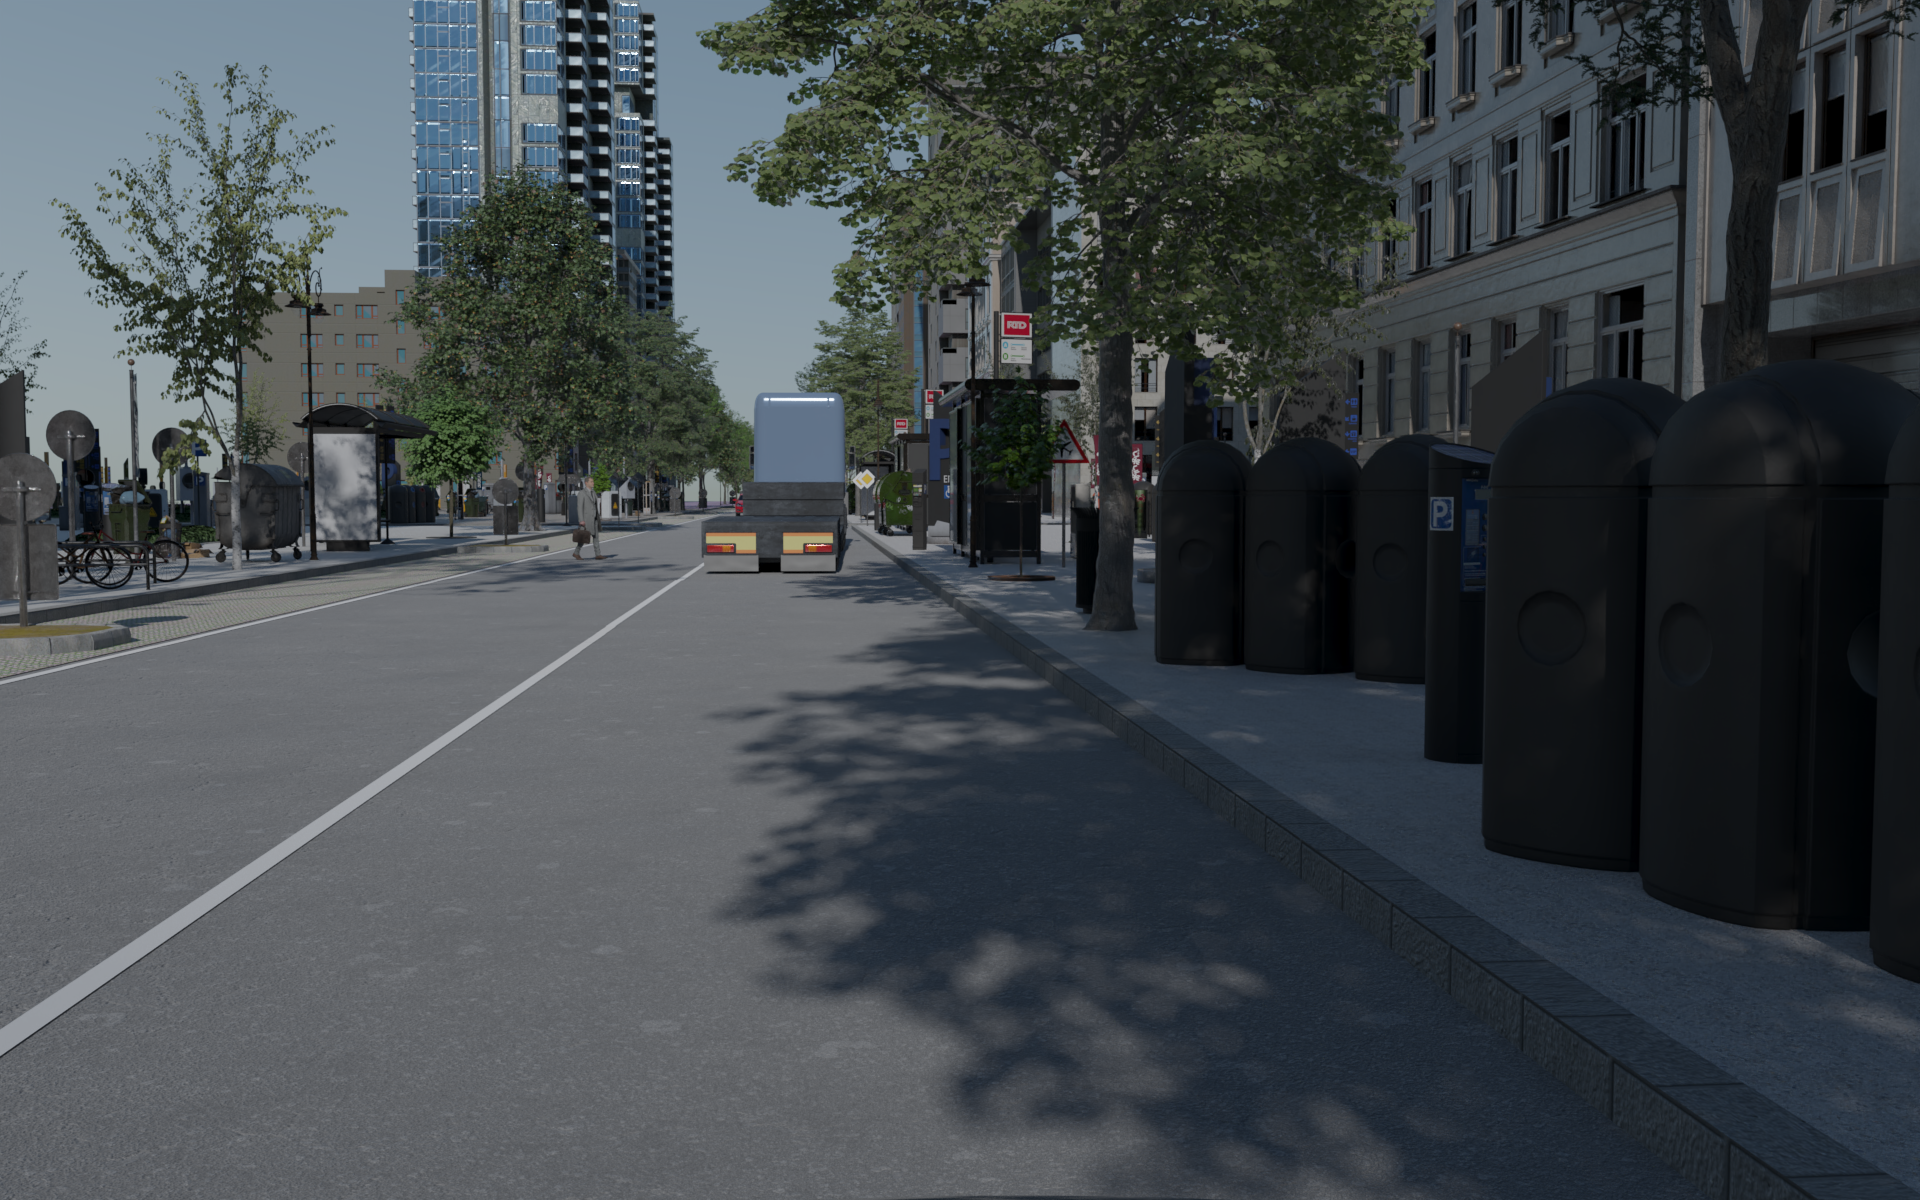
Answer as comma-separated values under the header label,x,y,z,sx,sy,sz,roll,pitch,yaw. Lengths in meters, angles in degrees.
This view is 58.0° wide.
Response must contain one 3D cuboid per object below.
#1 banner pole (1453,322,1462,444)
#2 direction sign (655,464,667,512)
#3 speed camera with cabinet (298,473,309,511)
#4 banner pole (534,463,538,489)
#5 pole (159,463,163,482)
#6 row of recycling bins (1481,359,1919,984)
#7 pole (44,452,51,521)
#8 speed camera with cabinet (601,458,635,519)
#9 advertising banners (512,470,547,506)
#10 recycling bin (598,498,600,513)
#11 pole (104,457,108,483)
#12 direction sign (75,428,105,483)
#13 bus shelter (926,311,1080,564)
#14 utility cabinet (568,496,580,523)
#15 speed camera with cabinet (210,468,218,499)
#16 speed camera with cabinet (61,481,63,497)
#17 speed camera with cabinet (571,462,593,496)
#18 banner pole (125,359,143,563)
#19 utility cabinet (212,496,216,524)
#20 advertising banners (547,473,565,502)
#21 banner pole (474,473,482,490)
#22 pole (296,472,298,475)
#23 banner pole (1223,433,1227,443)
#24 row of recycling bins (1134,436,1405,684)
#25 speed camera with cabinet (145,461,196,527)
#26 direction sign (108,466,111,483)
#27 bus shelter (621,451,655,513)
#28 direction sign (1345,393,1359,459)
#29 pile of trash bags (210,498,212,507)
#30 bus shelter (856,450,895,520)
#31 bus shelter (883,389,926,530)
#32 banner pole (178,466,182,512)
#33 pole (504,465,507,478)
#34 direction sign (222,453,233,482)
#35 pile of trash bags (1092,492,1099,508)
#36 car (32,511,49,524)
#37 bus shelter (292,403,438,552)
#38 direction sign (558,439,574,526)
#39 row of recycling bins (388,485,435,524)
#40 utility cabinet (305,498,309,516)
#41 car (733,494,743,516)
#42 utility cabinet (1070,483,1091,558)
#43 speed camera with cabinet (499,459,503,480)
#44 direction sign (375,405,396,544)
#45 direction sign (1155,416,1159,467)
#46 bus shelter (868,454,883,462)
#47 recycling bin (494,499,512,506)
label,x,y,z,sx,sy,sz,roll,pitch,yaw
banner pole,7.174,-2.146,25.105,0.401,3.779,0.863,1,4,18
direction sign,-21.574,-8.126,124.861,0.876,3.537,0.379,0,4,6
speed camera with cabinet,-34.356,-5.833,89.699,2.038,3.252,0.660,0,4,1
banner pole,-19.738,-5.518,80.236,0.863,3.779,0.401,2,4,33
pole,-47.250,-6.647,102.519,0.158,3.312,0.155,0,3,0
row of recycling bins,2.818,0.131,4.970,1.069,1.692,3.534,-1,4,-23
pole,-44.084,-5.494,83.663,0.158,3.312,0.155,0,3,0
speed camera with cabinet,-18.081,-5.951,91.634,0.660,3.252,2.038,2,4,30
advertising banners,-26.291,-6.662,105.113,2.074,3.025,0.090,0,4,0
recycling bin,-22.100,-5.758,106.690,0.722,1.027,0.722,3,5,40
pole,-47.552,-6.280,96.522,0.158,3.312,0.155,0,3,0
direction sign,-30.132,-4.151,59.862,0.876,3.537,0.379,0,4,4
bus shelter,0.767,-3.554,35.737,2.179,5.291,8.768,0,4,-5
utility cabinet,-16.718,-3.984,76.301,1.020,1.237,0.306,0,4,-6
speed camera with cabinet,-55.596,-8.197,128.353,0.660,3.252,2.038,3,5,41
speed camera with cabinet,-60.054,-7.534,117.523,0.660,3.252,2.038,1,4,12
speed camera with cabinet,-20.473,-6.087,93.852,0.660,3.252,2.038,-2,4,-31
banner pole,-15.212,-2.566,31.967,0.401,3.779,0.863,-2,4,-33
utility cabinet,-31.952,-3.926,75.347,1.020,1.237,0.306,-2,4,-29
advertising banners,-33.284,-8.995,143.258,2.074,3.025,0.090,1,4,15
banner pole,-35.644,-8.431,127.860,0.863,3.779,0.401,-3,4,-37
pole,-50.341,-8.427,131.630,0.158,3.312,0.155,0,3,0
banner pole,10.761,-4.921,70.473,0.401,3.779,0.863,1,4,10
row of recycling bins,2.902,-0.321,12.355,3.534,1.692,1.069,3,5,40
speed camera with cabinet,-26.673,-3.908,58.234,2.038,3.252,0.660,-3,5,-39
direction sign,-69.864,-9.146,141.537,0.876,3.537,0.379,-1,4,-22
bus shelter,-23.014,-8.873,122.699,2.179,5.291,8.768,0,4,-5
direction sign,8.536,-2.877,39.035,0.876,3.537,0.379,2,4,29
pile of trash bags,-37.941,-4.882,89.565,1.912,1.369,3.447,1,4,22
bus shelter,-3.891,-5.389,82.027,2.014,3.302,5.546,0,4,-5
bus shelter,-1.462,-5.273,63.849,2.179,5.291,8.768,0,4,-5
banner pole,-40.505,-6.109,89.900,0.401,3.779,0.863,-2,4,-35
pole,-31.361,-7.689,119.552,0.158,3.312,0.155,0,3,0
direction sign,-40.849,-6.414,96.870,0.379,3.537,0.876,2,4,31
pile of trash bags,8.192,-4.776,87.836,3.447,1.369,1.912,2,4,35
car,-39.874,-3.760,70.143,5.304,1.827,2.281,0,4,-6
bus shelter,-13.989,-2.888,41.138,2.014,3.302,5.546,0,4,-5
direction sign,-15.718,-4.716,69.112,0.876,3.537,0.379,3,4,36
row of recycling bins,-24.254,-4.243,76.483,1.069,1.692,3.534,1,4,8
utility cabinet,-37.116,-5.445,97.706,0.318,1.500,1.173,0,4,8
car,-13.842,-6.418,113.973,2.155,1.783,4.494,0,4,-5
utility cabinet,2.394,-1.590,34.676,0.318,1.500,1.173,0,4,-1
speed camera with cabinet,-25.690,-6.329,97.808,0.660,3.252,2.038,-1,4,-13
direction sign,-14.688,-3.201,44.339,0.379,3.537,0.876,1,4,12
direction sign,6.062,-3.546,49.982,0.876,3.537,0.379,0,4,1
bus shelter,-3.611,-6.834,89.360,2.179,5.291,8.768,0,4,-5
recycling bin,-23.473,-4.672,88.944,0.722,1.027,0.722,-3,5,-39
